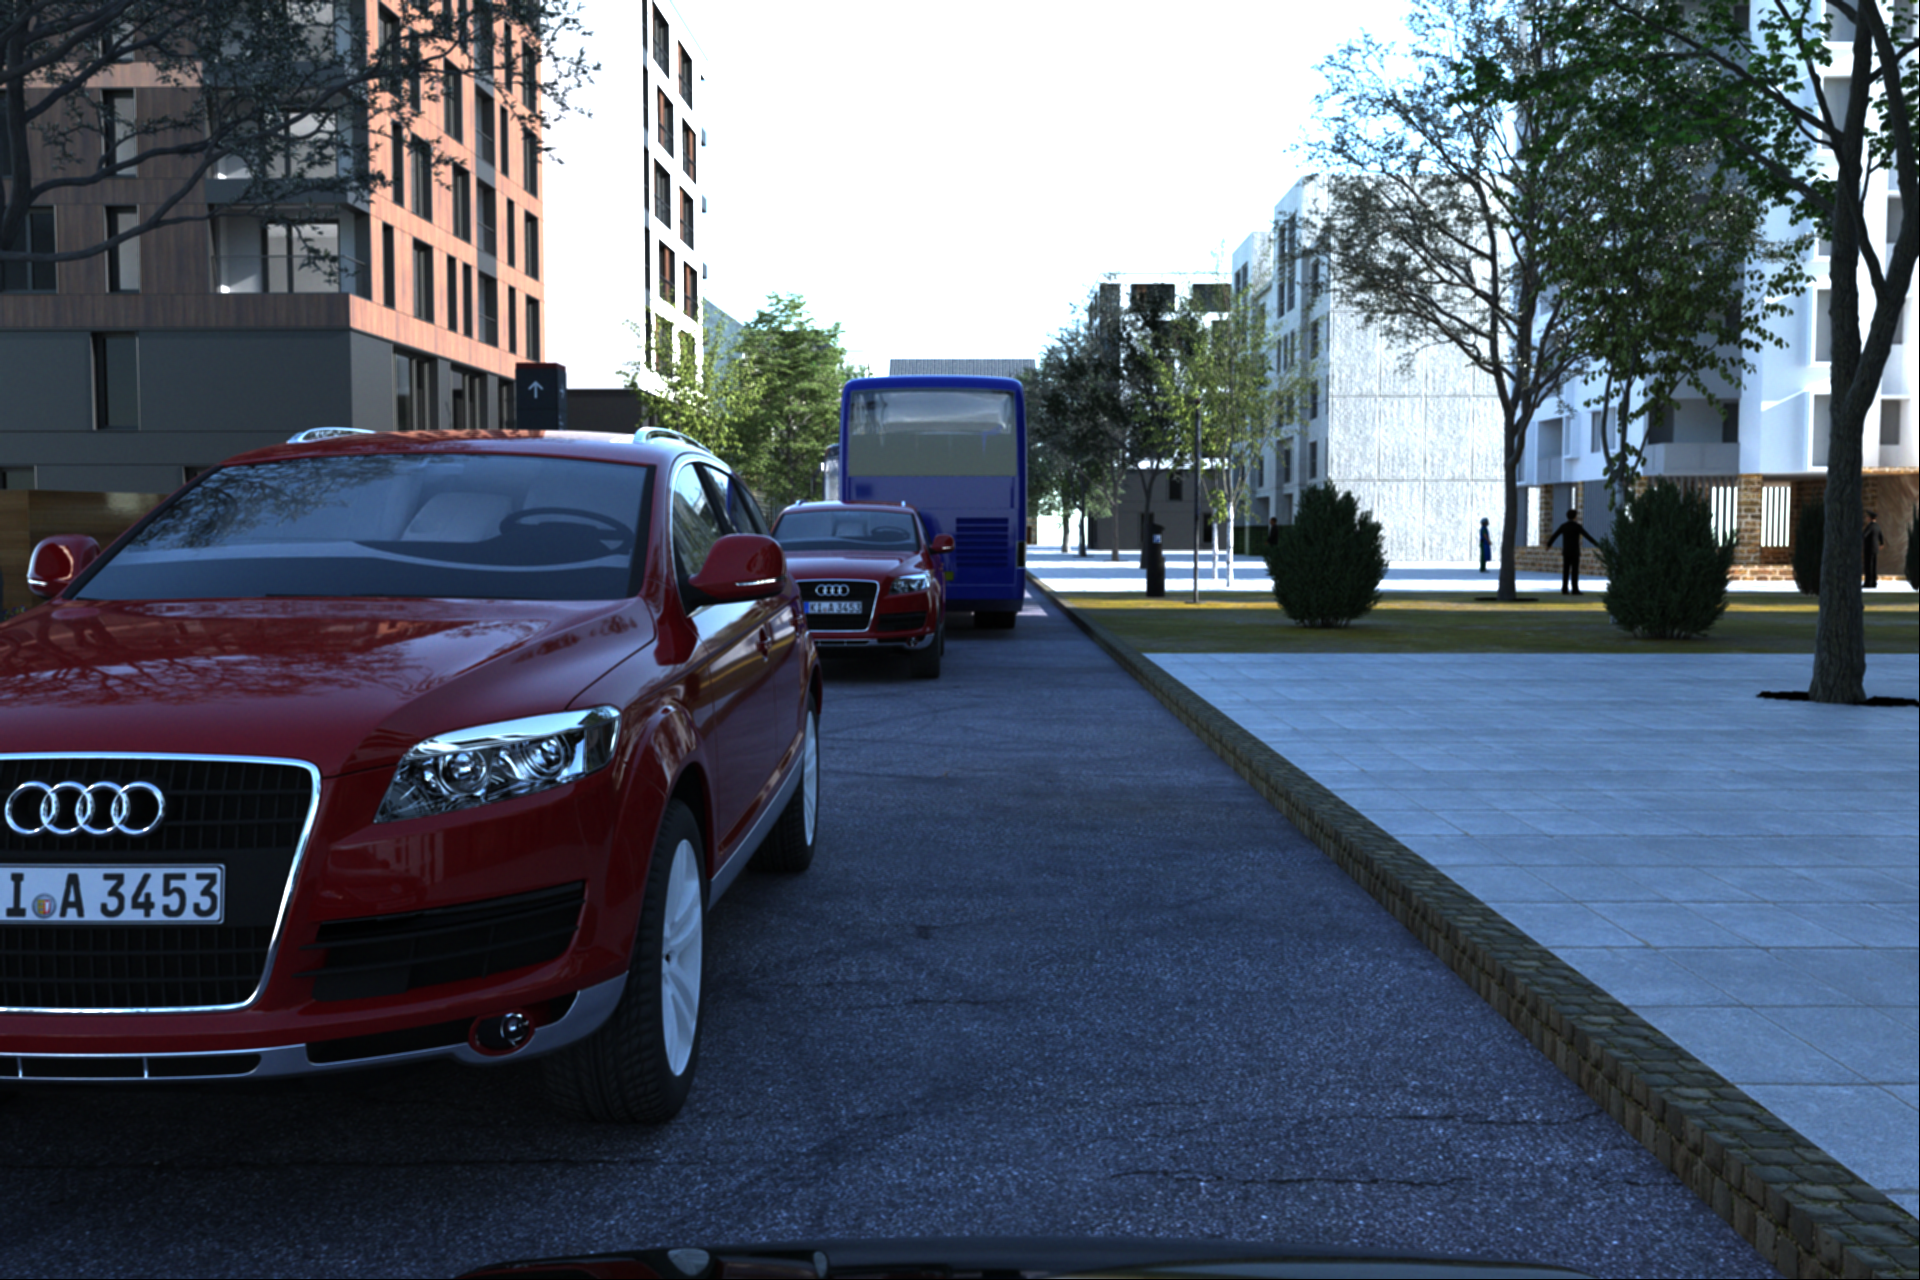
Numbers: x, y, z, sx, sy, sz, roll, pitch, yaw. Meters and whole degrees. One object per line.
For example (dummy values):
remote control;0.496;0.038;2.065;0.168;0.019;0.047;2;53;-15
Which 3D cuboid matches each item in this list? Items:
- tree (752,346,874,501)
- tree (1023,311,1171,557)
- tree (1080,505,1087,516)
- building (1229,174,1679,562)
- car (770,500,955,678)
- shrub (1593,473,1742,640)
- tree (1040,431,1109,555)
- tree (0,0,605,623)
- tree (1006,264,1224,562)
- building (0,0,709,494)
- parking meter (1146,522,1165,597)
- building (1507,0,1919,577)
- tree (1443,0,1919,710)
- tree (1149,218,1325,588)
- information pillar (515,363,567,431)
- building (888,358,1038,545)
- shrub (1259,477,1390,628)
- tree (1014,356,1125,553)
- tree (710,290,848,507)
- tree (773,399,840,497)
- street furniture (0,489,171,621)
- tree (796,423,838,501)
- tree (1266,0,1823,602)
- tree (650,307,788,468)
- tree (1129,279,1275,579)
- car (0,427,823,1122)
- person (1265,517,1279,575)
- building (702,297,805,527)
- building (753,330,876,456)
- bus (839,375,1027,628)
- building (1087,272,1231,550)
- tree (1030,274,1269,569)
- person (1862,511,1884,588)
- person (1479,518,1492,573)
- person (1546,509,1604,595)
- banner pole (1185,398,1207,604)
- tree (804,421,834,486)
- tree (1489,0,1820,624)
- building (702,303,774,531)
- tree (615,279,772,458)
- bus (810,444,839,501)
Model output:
tree;-7.906;-10.209;92.669;9.928;11.665;9.643;0;3;0
tree;6.766;-11.390;96.589;12.009;13.543;11.850;0;3;0
tree;18.151;-17.113;214.212;7.601;10.594;8.767;1;4;9
building;25.285;-13.911;93.900;16.747;18.905;31.486;0;4;1
car;-1.192;-0.626;18.909;2.281;1.827;5.304;0;4;0
shrub;8.640;-1.028;21.226;1.690;2.028;1.600;0;3;0
tree;7.301;-9.622;107.685;4.737;8.622;4.395;0;3;0
tree;-8.875;-6.414;15.237;12.009;13.543;11.850;0;3;0
tree;7.094;-10.364;79.818;12.009;13.543;11.850;0;3;0
building;-25.213;-13.158;59.109;27.936;21.610;32.646;0;4;1
parking meter;3.998;-1.648;35.361;0.372;1.533;0.369;0;3;0
building;24.549;-12.433;59.706;16.016;20.090;11.380;0;4;1
tree;6.901;-5.330;12.900;9.928;11.665;9.643;0;3;0
tree;6.238;-5.566;41.368;4.360;8.622;3.978;0;3;0
information pillar;-6.388;-2.272;26.524;0.750;3.857;0.750;0;4;0
building;0.306;-23.347;215.116;18.063;23.208;19.493;0;4;0
shrub;5.005;-1.207;23.773;1.661;2.075;1.752;0;3;0
tree;7.181;-12.952;118.412;9.857;13.997;8.962;0;3;0
tree;-8.187;-9.978;81.266;7.486;12.596;7.792;0;3;0
tree;-8.649;-10.845;111.727;8.767;10.594;7.601;1;4;22
street furniture;-10.155;-0.714;18.535;11.010;1.723;9.812;1;4;17
tree;-8.541;-11.577;123.690;7.601;10.594;8.767;0;4;-2
tree;10.605;-7.491;32.843;12.009;13.543;11.850;0;3;0
tree;-8.135;-6.522;56.995;4.737;8.622;4.395;0;3;0
tree;7.024;-6.031;48.964;4.737;8.622;4.395;0;3;0
car;-1.655;0.168;5.923;2.281;1.827;5.304;0;4;1
person;9.698;-2.906;53.744;0.704;1.802;1.346;1;4;22
building;-24.258;-20.119;159.877;19.493;23.208;18.063;0;4;0
building;-24.279;-21.173;190.151;27.936;21.610;32.646;0;4;1
bus;-0.295;-2.301;29.173;2.896;3.916;12.251;0;4;1
building;24.939;-18.818;151.653;27.936;21.610;32.646;0;4;0
tree;6.739;-7.872;63.124;8.767;10.594;7.601;0;4;-1
person;21.581;-2.151;41.097;1.347;1.837;0.705;-2;4;-34
person;17.469;-3.148;57.594;0.704;1.817;1.347;1;4;9
person;12.956;-1.863;36.651;0.705;1.806;1.347;-3;4;-38
banner pole;4.356;-2.550;31.710;0.401;3.779;0.863;0;4;2
tree;-7.697;-9.370;103.568;4.737;8.622;4.395;0;3;0
tree;9.590;-4.529;24.415;4.737;8.622;4.395;0;3;0
building;-25.648;-18.995;141.497;19.493;23.208;18.063;0;4;1
tree;-7.950;-6.151;50.938;4.737;8.622;4.395;0;3;0
bus;-1.906;-3.309;45.656;2.896;3.916;12.251;0;4;1
